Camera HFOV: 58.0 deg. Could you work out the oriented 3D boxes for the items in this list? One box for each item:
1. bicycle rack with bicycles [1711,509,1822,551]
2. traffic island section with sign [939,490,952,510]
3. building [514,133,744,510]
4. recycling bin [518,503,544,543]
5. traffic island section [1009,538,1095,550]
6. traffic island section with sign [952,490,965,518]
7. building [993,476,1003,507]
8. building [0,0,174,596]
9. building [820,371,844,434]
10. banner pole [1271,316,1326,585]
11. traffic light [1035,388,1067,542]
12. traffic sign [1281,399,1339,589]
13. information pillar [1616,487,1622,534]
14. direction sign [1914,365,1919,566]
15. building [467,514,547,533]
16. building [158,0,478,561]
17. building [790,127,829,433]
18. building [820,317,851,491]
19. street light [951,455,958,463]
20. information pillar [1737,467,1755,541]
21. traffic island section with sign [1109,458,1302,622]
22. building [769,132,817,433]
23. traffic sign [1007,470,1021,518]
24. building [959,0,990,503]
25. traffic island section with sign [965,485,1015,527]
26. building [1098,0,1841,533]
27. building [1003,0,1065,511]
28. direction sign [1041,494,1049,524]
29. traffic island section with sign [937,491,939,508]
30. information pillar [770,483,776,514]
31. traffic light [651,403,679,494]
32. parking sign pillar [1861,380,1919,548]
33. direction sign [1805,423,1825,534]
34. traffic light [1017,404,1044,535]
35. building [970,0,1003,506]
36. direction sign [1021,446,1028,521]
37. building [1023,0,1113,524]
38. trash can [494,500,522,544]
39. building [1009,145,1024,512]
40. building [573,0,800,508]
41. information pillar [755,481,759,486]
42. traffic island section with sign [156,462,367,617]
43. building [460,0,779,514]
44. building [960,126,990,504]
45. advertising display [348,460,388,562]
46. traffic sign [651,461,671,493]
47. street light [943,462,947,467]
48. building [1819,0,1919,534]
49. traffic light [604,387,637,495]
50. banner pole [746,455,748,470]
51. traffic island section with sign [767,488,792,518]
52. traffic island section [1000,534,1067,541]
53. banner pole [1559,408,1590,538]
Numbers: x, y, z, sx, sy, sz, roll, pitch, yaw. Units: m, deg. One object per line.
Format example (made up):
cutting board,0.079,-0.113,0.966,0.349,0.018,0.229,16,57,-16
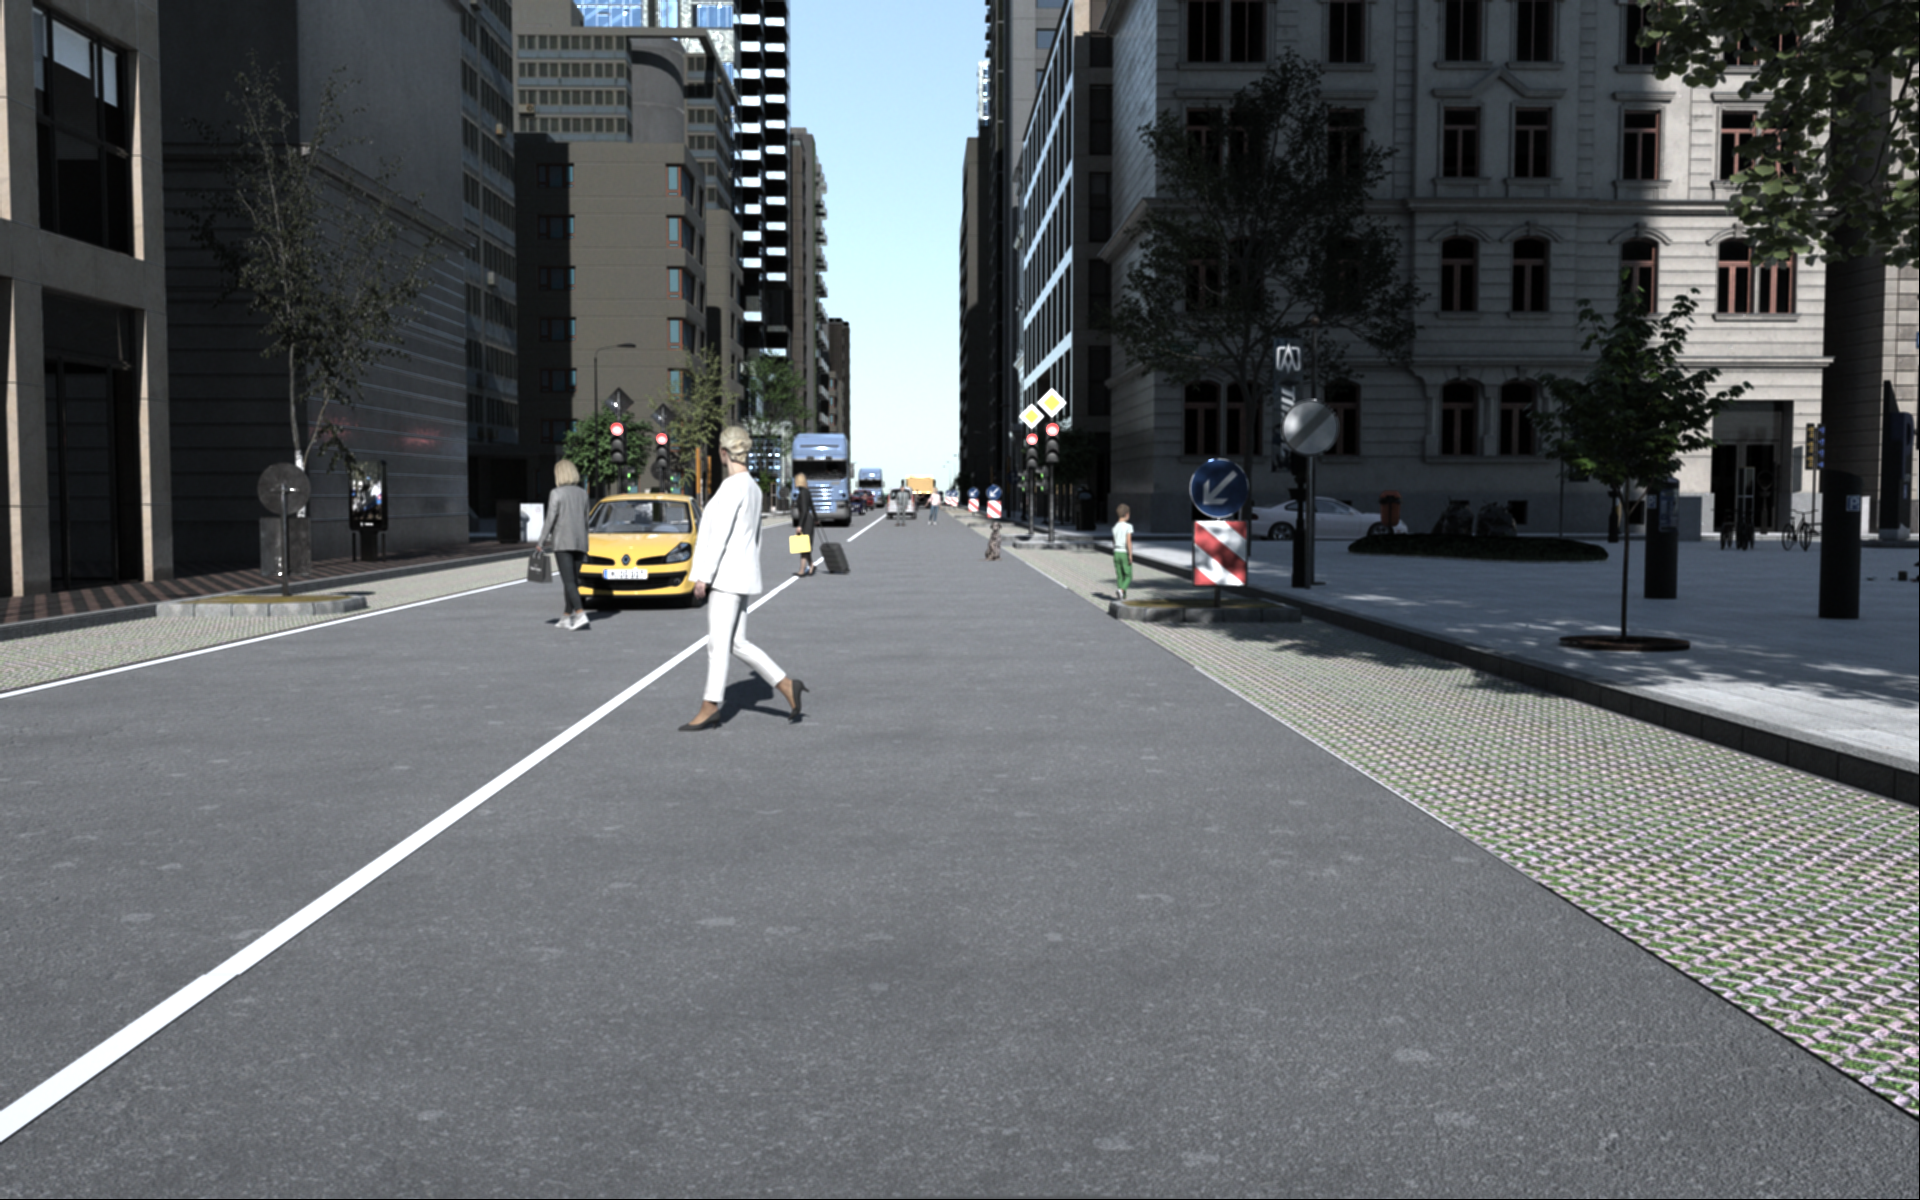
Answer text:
bicycle rack with bicycles,18.597,-1.629,40.009,2.852,0.926,2.925,3,4,38
traffic island section with sign,-0.626,-8.892,154.008,1.989,1.847,2.006,0,4,-1
building,-27.732,-15.572,99.645,27.650,21.520,28.899,0,4,-1
recycling bin,-11.539,-2.061,46.249,0.722,1.027,0.722,-2,4,-27
traffic island section,2.447,-1.451,46.010,2.009,0.180,2.903,0,4,-1
traffic island section with sign,0.675,-5.786,103.230,1.989,1.847,2.006,0,4,-1
building,19.383,-29.347,171.698,32.217,40.220,23.993,0,4,-1
building,-21.014,-12.450,8.080,19.350,26.468,34.151,0,4,-1
building,-31.660,-25.243,257.764,27.650,21.520,28.899,0,4,-1
banner pole,4.776,-2.107,24.466,0.863,3.779,0.401,-1,4,-13
traffic light,2.407,-3.485,45.895,0.839,4.253,0.868,0,4,-1
traffic sign,4.709,-1.423,23.375,0.768,2.556,0.104,0,4,7
information pillar,20.992,-3.901,55.136,0.183,3.616,0.504,2,4,32
direction sign,17.209,-2.370,30.741,0.876,3.537,0.379,-2,4,-33
building,-30.398,-22.797,64.614,32.217,40.220,23.993,0,4,-1
building,-24.079,-11.998,37.965,24.055,21.916,13.314,0,4,-1
building,-28.801,-37.172,227.365,23.786,49.044,30.456,0,4,-1
building,-24.969,-31.035,279.130,14.160,30.474,14.107,0,4,-1
street light,-0.116,-14.253,205.571,1.470,5.913,1.316,0,4,-1
information pillar,21.360,-2.606,47.099,0.304,2.012,0.304,-1,4,-10
traffic island section with sign,2.776,-0.704,20.143,1.989,1.847,2.006,0,4,-1
building,-23.268,-31.032,190.963,14.154,41.232,14.086,0,4,-1
traffic sign,2.910,-5.709,93.453,0.768,2.556,0.104,0,4,-1
building,11.398,-57.325,249.927,22.319,86.520,31.000,0,4,-1
traffic island section with sign,1.356,-4.129,76.131,1.989,1.847,2.006,0,4,-1
building,17.187,-16.809,62.211,23.554,28.519,14.401,0,4,-1
building,14.097,-36.877,144.943,21.231,58.520,28.212,0,4,-1
direction sign,3.670,-5.050,74.560,0.876,3.537,0.379,0,4,5
traffic island section with sign,-1.309,-10.540,180.955,1.989,1.847,2.006,0,4,-1
information pillar,-12.299,-6.691,113.894,0.304,2.012,0.304,-2,4,-31
traffic light,-9.153,-3.954,53.574,0.839,4.253,0.868,0,4,-1
parking sign pillar,22.471,-3.246,41.544,1.447,3.967,1.447,3,5,40
direction sign,27.464,-3.895,55.673,0.876,3.537,0.379,-2,4,-27
traffic light,2.204,-3.973,53.878,0.839,4.253,0.868,0,4,-1
building,11.755,-46.152,192.836,20.563,71.187,20.611,0,4,-1
direction sign,3.071,-5.522,82.277,0.379,3.537,0.876,-1,4,-11
building,13.997,-17.551,91.476,19.350,26.468,34.151,0,4,-1
trash can,-11.714,-2.035,44.927,0.748,1.137,0.748,0,3,0
building,10.684,-20.366,118.880,13.634,28.700,20.117,0,4,-1
building,-26.413,-52.224,166.531,22.319,86.520,31.000,0,4,-1
information pillar,-11.885,-5.879,100.617,0.304,2.012,0.304,1,4,11
traffic island section with sign,-8.367,-0.759,21.033,1.989,1.847,2.006,0,4,-1
building,-31.364,-27.397,139.815,32.217,40.220,23.993,0,4,-1
building,11.268,-36.750,224.563,21.300,48.544,21.600,0,4,-1
advertising display,-11.215,-1.689,32.824,0.974,1.923,0.123,2,4,32
traffic sign,-11.139,-3.937,64.480,0.768,2.556,0.104,0,4,3
street light,-1.272,-16.886,248.631,1.470,5.913,1.316,0,4,-1
building,41.556,-16.132,61.021,25.104,27.353,12.463,0,4,-1
traffic light,-8.950,-3.466,45.592,0.839,4.253,0.868,0,4,-1
banner pole,-13.662,-7.394,110.905,0.401,3.779,0.863,-1,4,-14
traffic island section with sign,-10.468,-5.806,103.552,1.989,1.847,2.006,0,4,-1
traffic island section,2.245,-1.940,53.992,2.009,0.180,2.903,0,4,-1
banner pole,15.280,-3.255,43.232,0.863,3.779,0.401,1,4,21
